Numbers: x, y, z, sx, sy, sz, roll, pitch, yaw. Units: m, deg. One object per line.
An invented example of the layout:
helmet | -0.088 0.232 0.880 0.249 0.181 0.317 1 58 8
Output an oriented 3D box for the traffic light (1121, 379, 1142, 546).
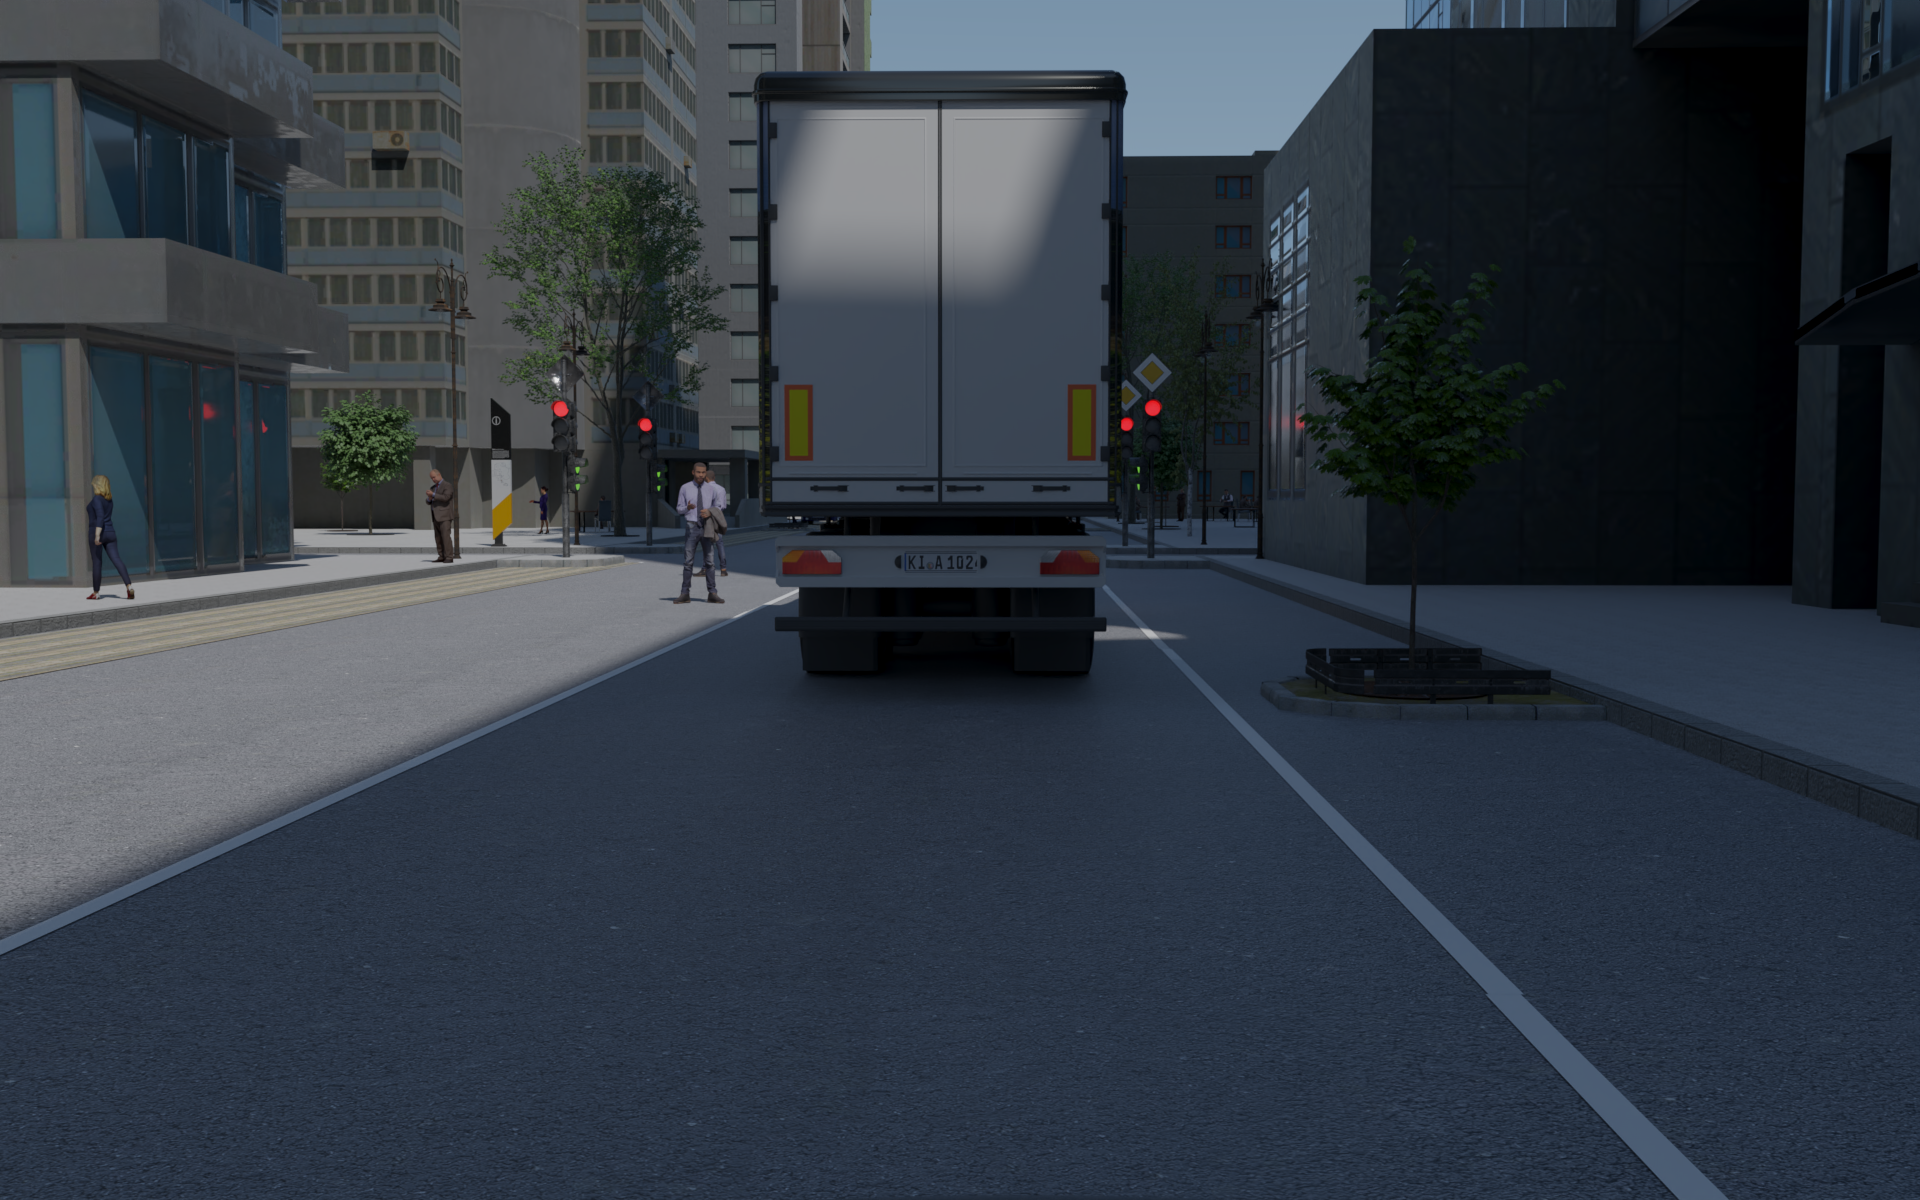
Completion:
traffic light | 4.046 -3.278 42.520 0.839 4.253 0.868 0 4 2

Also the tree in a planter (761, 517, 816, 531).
tree in a planter | -6.656 -4.300 67.535 1.991 3.239 1.994 0 4 2

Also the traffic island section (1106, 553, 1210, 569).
traffic island section | 3.839 -0.757 34.652 2.009 0.180 2.903 0 4 2

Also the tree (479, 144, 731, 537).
tree | -10.352 -7.719 51.961 9.928 11.665 9.643 0 3 0

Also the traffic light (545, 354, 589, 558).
traffic light | -7.937 -2.811 34.884 0.839 4.253 0.868 0 4 2

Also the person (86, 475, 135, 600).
person | -10.324 -0.760 21.011 0.613 1.512 0.480 -1 4 -10

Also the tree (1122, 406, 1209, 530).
tree | 7.396 -4.841 62.861 4.285 4.588 4.351 0 3 0

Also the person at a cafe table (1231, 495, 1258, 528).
person at a cafe table | 11.338 -3.421 66.789 1.726 1.238 1.698 0 4 7

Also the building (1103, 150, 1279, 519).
building | 21.906 -15.771 102.892 27.650 21.520 28.899 0 4 2

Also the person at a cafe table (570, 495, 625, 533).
person at a cafe table | -12.070 -2.881 57.962 1.698 1.238 1.726 -2 4 -24

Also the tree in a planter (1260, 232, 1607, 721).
tree in a planter | 3.128 -0.896 11.875 1.991 3.239 1.994 0 4 2

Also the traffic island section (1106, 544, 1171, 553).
traffic island section | 4.085 -1.245 42.633 2.009 0.180 2.903 0 4 2

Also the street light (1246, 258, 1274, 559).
street light | 5.936 -3.751 34.109 0.468 5.910 1.993 0 4 2

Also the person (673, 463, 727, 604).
person | -3.381 -0.868 22.555 0.709 1.838 0.599 -1 4 -17

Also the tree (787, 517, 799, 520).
tree | -9.147 -5.735 88.368 1.663 3.219 1.824 0 3 0

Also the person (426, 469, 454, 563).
person | -9.696 -1.560 32.235 0.565 1.739 0.600 0 4 7

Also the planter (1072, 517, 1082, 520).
planter | 5.696 -4.523 95.095 1.991 0.319 1.994 0 4 2

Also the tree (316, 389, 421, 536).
tree | -18.494 -4.304 54.078 4.285 4.588 4.351 0 3 0

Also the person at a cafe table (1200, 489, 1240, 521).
person at a cafe table | 12.464 -4.495 82.002 1.698 1.524 1.622 2 4 32

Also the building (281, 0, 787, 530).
building | -24.234 -23.235 71.780 32.217 40.220 23.993 0 4 2

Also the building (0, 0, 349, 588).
building | -25.863 -24.659 22.785 30.456 49.044 23.786 0 4 2

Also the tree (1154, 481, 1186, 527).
tree | 7.908 -4.442 67.235 1.663 3.219 1.824 0 3 0

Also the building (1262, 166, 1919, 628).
building | 16.717 -43.044 16.435 22.319 86.520 31.000 0 4 2

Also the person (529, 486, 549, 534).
person | -13.410 -2.870 55.331 0.546 1.535 0.453 -3 5 -41

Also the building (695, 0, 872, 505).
building | -12.584 -25.403 98.936 14.154 41.232 14.086 0 4 2

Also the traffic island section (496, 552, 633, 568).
traffic island section | -7.976 -0.779 35.019 2.009 0.180 2.903 0 4 2

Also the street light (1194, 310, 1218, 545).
street light | 6.182 -4.338 43.707 0.468 5.910 1.993 0 4 2

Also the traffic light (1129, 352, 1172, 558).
traffic light | 3.800 -2.790 34.539 0.839 4.253 0.868 0 4 2

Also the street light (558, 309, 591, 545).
street light | -9.630 -4.317 43.370 0.468 5.910 1.993 0 4 2

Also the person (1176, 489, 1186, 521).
person | 10.363 -4.448 81.044 0.388 1.546 0.482 -3 5 -44

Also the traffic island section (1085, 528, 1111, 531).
traffic island section | 4.839 -2.722 67.370 1.991 0.108 1.994 0 4 2

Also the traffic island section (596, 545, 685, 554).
traffic island section | -7.730 -1.267 43.001 2.009 0.180 2.903 0 4 2

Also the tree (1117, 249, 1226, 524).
tree | 7.434 -9.058 73.850 9.928 11.665 9.643 0 3 0

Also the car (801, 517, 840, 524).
car | -6.428 -4.192 81.126 1.945 1.354 3.894 0 4 2

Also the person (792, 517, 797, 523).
person | -6.635 -3.549 69.065 0.480 1.512 0.613 1 4 12

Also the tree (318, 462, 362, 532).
tree | -21.078 -3.963 59.390 1.663 3.219 1.824 0 3 0

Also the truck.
truck | -0.043 -1.724 17.107 2.839 4.237 11.283 0 4 1

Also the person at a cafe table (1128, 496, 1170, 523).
person at a cafe table | 8.216 -4.103 77.947 1.726 1.238 1.698 -2 4 -34

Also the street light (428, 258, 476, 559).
street light | -9.968 -3.753 34.144 0.468 5.910 1.993 0 4 2

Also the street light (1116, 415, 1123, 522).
street light | 7.342 -6.575 80.285 0.468 5.910 1.993 0 4 2

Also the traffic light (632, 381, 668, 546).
traffic light | -7.691 -3.299 42.865 0.839 4.253 0.868 0 4 2

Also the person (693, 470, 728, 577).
person | -4.385 -1.330 30.118 0.709 1.838 0.599 -3 5 -44

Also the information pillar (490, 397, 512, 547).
information pillar | -11.152 -3.103 42.082 0.504 3.616 0.183 0 4 5

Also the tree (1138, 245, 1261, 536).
tree | 7.165 -6.239 52.366 4.737 8.622 4.395 0 3 0
